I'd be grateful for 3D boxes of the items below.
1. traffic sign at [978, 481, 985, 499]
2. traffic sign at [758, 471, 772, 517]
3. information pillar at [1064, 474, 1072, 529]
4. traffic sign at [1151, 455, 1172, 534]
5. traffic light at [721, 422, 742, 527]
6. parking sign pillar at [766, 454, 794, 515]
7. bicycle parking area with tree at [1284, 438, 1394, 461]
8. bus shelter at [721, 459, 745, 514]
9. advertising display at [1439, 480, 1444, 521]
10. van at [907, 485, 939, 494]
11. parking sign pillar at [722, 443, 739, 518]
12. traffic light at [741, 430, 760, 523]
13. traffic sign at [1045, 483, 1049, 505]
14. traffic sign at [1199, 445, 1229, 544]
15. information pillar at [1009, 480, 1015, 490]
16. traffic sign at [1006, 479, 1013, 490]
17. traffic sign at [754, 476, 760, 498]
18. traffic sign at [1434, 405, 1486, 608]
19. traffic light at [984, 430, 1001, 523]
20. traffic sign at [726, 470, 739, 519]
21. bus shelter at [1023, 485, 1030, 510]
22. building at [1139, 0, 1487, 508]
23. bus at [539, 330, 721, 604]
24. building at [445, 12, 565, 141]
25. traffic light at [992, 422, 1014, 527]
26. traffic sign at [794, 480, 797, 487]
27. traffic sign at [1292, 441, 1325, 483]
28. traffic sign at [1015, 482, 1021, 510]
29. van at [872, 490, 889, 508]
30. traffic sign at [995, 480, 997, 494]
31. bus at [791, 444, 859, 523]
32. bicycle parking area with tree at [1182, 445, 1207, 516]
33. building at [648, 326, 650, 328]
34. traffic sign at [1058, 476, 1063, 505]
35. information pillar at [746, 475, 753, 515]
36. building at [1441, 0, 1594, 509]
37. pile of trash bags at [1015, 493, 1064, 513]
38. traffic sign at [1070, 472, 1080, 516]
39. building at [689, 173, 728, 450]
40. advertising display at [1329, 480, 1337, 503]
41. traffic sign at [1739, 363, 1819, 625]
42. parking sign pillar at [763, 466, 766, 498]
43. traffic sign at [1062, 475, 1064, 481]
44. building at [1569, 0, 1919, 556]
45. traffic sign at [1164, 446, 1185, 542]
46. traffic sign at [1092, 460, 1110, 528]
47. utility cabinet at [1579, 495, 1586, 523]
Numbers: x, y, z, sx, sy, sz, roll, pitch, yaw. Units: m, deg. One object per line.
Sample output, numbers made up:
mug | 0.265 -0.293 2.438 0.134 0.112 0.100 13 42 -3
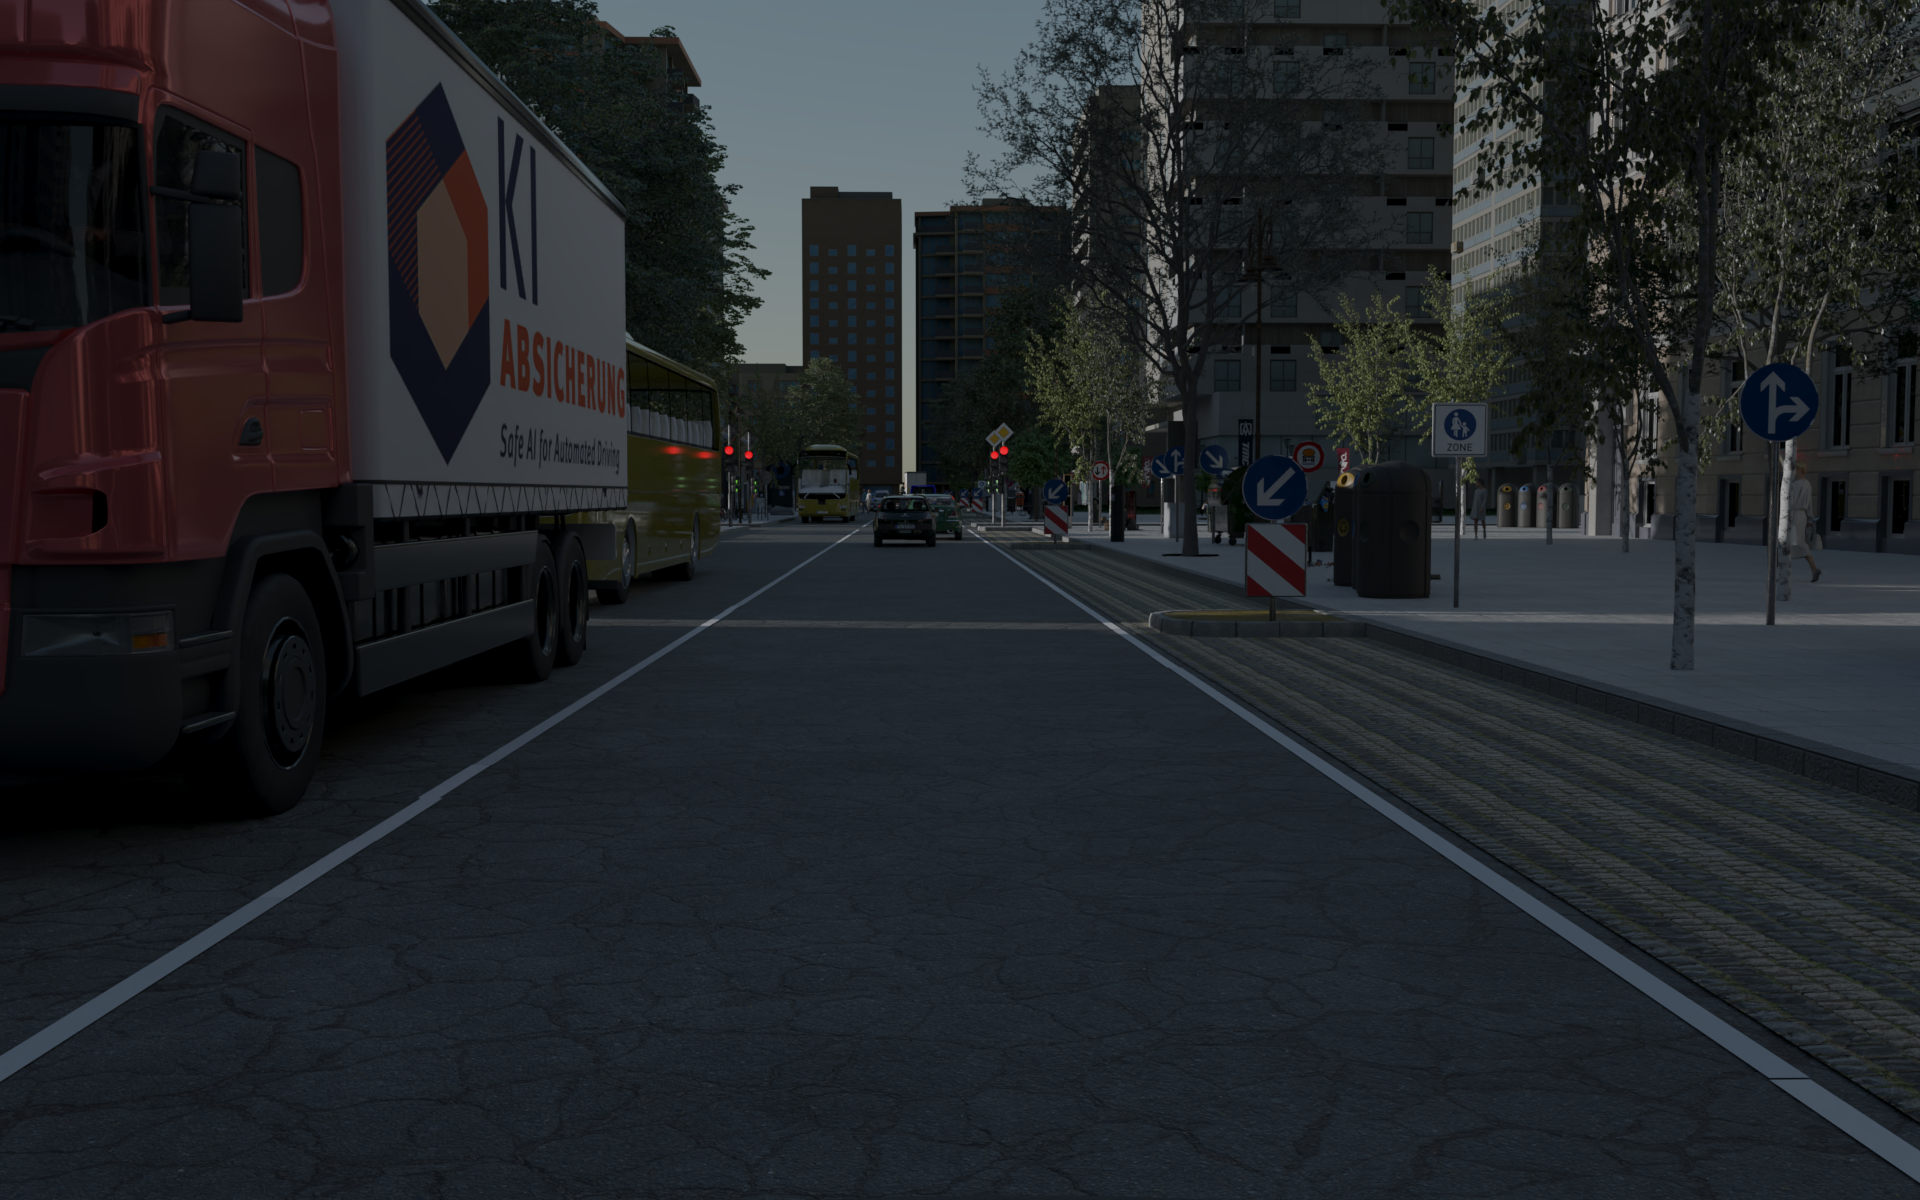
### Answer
traffic sign | 1.686 -8.083 134.287 0.606 2.300 0.079 0 4 0
traffic sign | -10.668 -5.791 94.786 0.768 2.556 0.104 0 4 1
information pillar | 3.995 -3.647 64.119 0.304 2.012 0.304 0 4 8
traffic sign | 6.540 -3.417 55.970 0.768 2.556 0.104 0 4 -1
traffic light | -8.965 -4.816 67.666 0.839 4.253 0.868 0 4 -1
parking sign pillar | -10.774 -7.114 104.791 1.447 3.967 1.447 0 4 2
bicycle parking area with tree | 19.484 -6.262 89.391 8.231 4.147 9.016 1 4 18
bus shelter | -14.350 -7.779 104.822 2.179 5.291 8.768 0 4 -2
advertising display | 21.910 -4.506 78.882 0.123 1.923 0.974 1 4 11
van | -2.549 -7.024 119.221 2.240 2.365 5.245 0 4 -1
parking sign pillar | -12.318 -6.307 91.595 1.447 3.967 1.447 -1 4 -13
traffic light | -9.172 -5.304 75.649 0.839 4.253 0.868 0 4 -1
traffic sign | 5.301 -6.370 104.147 0.884 2.594 0.081 0 4 4
traffic sign | 6.565 -2.733 44.794 0.768 2.556 0.104 0 4 3
information pillar | 3.966 -8.575 131.563 0.504 3.616 0.183 -1 4 -21
traffic sign | 3.608 -7.952 130.118 0.768 2.556 0.104 0 4 1
traffic sign | -14.608 -7.545 123.466 0.768 2.556 0.104 1 4 8
traffic sign | 5.602 -1.062 19.492 0.606 2.300 0.079 0 4 1
traffic light | 1.485 -5.322 75.940 0.839 4.253 0.868 0 4 -1
traffic sign | -11.729 -5.467 89.491 0.768 2.556 0.104 0 4 8
bus shelter | 5.421 -8.502 130.283 1.731 3.624 6.357 0 4 -2
building | 29.328 -33.522 137.320 28.713 52.752 27.495 0 4 -1
bus | -5.583 -2.094 25.780 2.896 3.916 12.252 0 4 -1
building | -34.649 -18.383 105.074 19.350 26.468 34.151 0 4 -1
traffic light | 1.692 -4.834 67.958 0.839 4.253 0.868 0 4 -1
traffic sign | -11.688 -7.684 125.645 0.884 2.594 0.081 0 4 3
traffic sign | 8.318 -2.527 41.417 0.768 2.556 0.104 0 4 2
traffic sign | 4.546 -8.561 139.982 0.884 2.594 0.081 0 4 5
van | -8.207 -10.666 181.402 2.013 2.044 4.112 0 4 -2
traffic sign | 2.544 -7.518 123.026 0.768 2.556 0.104 0 4 -1
bus | -6.735 -5.985 89.403 2.896 3.916 12.252 0 4 -1
bicycle parking area with tree | 16.755 -6.982 101.160 8.231 4.147 9.016 1 4 13
building | -30.226 -18.179 133.386 11.583 22.565 21.152 0 4 -1
traffic sign | 5.874 -6.331 103.519 0.884 2.594 0.081 0 4 2
information pillar | -12.905 -7.029 106.272 0.183 3.616 0.504 3 4 38
building | 44.898 -25.368 106.648 23.993 40.220 32.217 0 4 -1
pile of trash bags | 5.256 -6.275 112.344 3.447 1.369 1.912 -1 4 -13
traffic sign | 6.512 -6.101 99.863 0.768 2.556 0.104 0 4 2
building | -38.937 -30.805 195.539 23.993 40.220 32.217 0 4 -1
advertising display | 17.107 -4.466 78.229 0.974 1.923 0.123 -1 4 -16
traffic sign | 7.945 -1.027 16.899 0.768 2.556 0.104 0 4 1
parking sign pillar | -12.909 -7.962 118.648 1.447 3.967 1.447 3 5 41
traffic sign | 6.833 -6.948 113.712 0.768 2.556 0.104 0 4 1
building | 26.001 -15.792 44.099 13.634 28.700 20.117 0 4 -1
traffic sign | 5.803 -2.817 46.160 0.768 2.556 0.104 0 4 -1
traffic sign | 5.332 -4.016 65.765 0.768 2.556 0.104 0 4 6
utility cabinet | 28.367 -4.085 77.950 1.020 1.237 0.306 3 5 42
